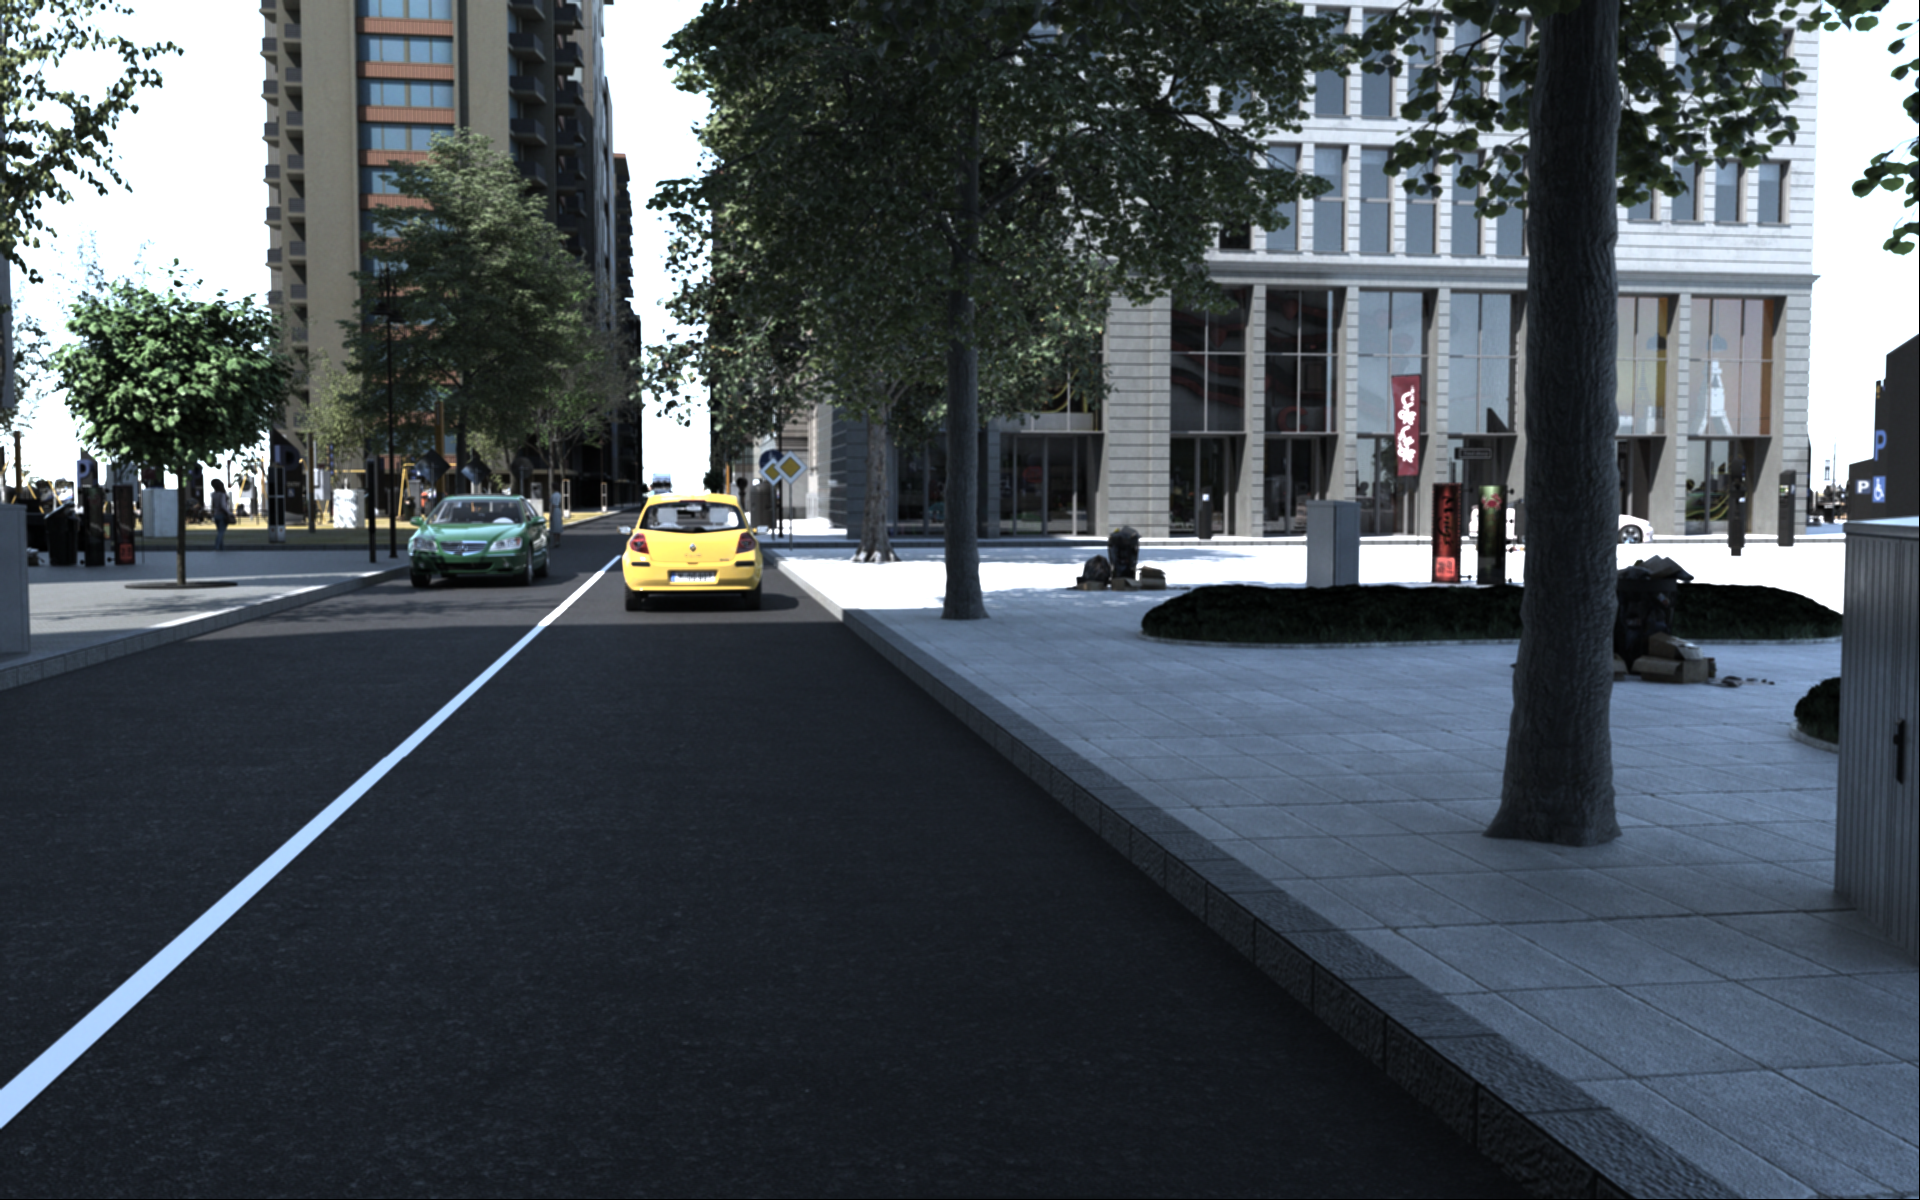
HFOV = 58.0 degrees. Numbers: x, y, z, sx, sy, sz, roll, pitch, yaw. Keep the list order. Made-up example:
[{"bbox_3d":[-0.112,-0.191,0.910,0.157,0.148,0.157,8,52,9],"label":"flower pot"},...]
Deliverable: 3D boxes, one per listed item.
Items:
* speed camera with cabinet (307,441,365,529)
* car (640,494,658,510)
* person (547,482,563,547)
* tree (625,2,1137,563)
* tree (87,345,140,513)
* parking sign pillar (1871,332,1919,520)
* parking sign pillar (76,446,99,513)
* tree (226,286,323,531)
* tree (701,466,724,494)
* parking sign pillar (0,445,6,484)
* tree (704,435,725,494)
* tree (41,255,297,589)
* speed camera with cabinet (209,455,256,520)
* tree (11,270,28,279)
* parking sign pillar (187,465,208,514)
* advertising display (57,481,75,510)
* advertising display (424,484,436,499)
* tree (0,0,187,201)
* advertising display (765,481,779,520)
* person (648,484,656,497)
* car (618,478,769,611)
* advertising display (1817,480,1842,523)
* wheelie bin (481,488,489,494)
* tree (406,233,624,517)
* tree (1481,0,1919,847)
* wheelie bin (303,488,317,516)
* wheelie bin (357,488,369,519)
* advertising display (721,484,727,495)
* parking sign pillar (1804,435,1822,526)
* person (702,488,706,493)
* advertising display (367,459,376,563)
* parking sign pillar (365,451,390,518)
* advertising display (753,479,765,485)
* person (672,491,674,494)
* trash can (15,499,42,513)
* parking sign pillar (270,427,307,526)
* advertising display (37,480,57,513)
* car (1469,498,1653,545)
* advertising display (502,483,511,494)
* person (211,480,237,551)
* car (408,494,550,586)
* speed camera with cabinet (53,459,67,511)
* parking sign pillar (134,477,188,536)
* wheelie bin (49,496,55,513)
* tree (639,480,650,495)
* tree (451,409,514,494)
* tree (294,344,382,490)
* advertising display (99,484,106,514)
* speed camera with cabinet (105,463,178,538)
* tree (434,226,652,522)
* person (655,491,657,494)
[{"bbox_3d":[-23.254,-4.293,64.520,2.038,3.252,0.660,1,4,11],"label":"speed camera with cabinet"},{"bbox_3d":[-28.667,-9.117,160.852,2.131,1.459,4.920,-1,4,-9],"label":"car"},{"bbox_3d":[-10.945,-2.294,46.573,0.524,1.755,0.480,1,4,12],"label":"person"},{"bbox_3d":[-1.496,-7.071,32.612,9.611,12.733,9.660,0,3,0],"label":"tree"},{"bbox_3d":[-38.705,-7.898,79.498,4.360,8.622,3.978,0,3,0],"label":"tree"},{"bbox_3d":[12.673,-2.087,22.598,1.447,3.967,1.447,0,4,3],"label":"parking sign pillar"},{"bbox_3d":[-48.886,-6.641,97.058,1.447,3.967,1.447,2,4,24],"label":"parking sign pillar"},{"bbox_3d":[-24.444,-6.738,60.534,4.360,8.622,3.978,0,3,0],"label":"tree"},{"bbox_3d":[-29.035,-13.514,204.675,4.285,4.588,4.351,0,3,0],"label":"tree"},{"bbox_3d":[-52.315,-6.445,93.849,1.447,3.967,1.447,0,4,8],"label":"parking sign pillar"},{"bbox_3d":[-29.642,-16.083,213.317,4.360,8.622,3.978,0,3,0],"label":"tree"},{"bbox_3d":[-10.858,-2.457,23.887,4.285,4.588,4.351,0,3,0],"label":"tree"},{"bbox_3d":[-35.461,-5.506,84.356,2.038,3.252,0.660,0,4,-6],"label":"speed camera with cabinet"},{"bbox_3d":[-28.128,-6.060,49.441,4.360,8.622,3.978,0,3,0],"label":"tree"},{"bbox_3d":[-47.162,-7.231,106.700,1.447,3.967,1.447,1,4,13],"label":"parking sign pillar"},{"bbox_3d":[-42.940,-4.767,83.147,0.974,1.923,0.123,1,4,13],"label":"advertising display"},{"bbox_3d":[-35.393,-6.747,115.533,0.974,1.923,0.123,0,4,1],"label":"advertising display"},{"bbox_3d":[-10.340,-4.129,17.875,4.737,8.622,4.395,0,3,0],"label":"tree"},{"bbox_3d":[-9.279,-4.896,85.267,0.974,1.923,0.123,-3,4,-37],"label":"advertising display"},{"bbox_3d":[-12.174,-3.704,69.086,0.620,1.820,0.660,0,4,-7],"label":"person"},{"bbox_3d":[-3.496,-0.766,22.749,2.015,1.641,3.980,-1,4,-8],"label":"car"},{"bbox_3d":[38.821,-4.414,77.376,0.974,1.923,0.123,2,4,34],"label":"advertising display"},{"bbox_3d":[-24.358,-4.936,88.610,0.693,1.594,0.980,0,4,-8],"label":"wheelie bin"},{"bbox_3d":[-17.856,-8.736,68.594,9.928,11.665,9.643,0,3,0],"label":"tree"},{"bbox_3d":[2.178,-5.410,6.586,7.486,12.596,7.792,0,3,0],"label":"tree"},{"bbox_3d":[-35.667,-5.328,95.016,0.693,1.594,0.980,1,4,18],"label":"wheelie bin"},{"bbox_3d":[-30.553,-4.953,88.890,0.980,1.594,0.693,0,4,-6],"label":"wheelie bin"},{"bbox_3d":[-16.160,-6.995,119.585,0.123,1.923,0.974,-1,4,-21],"label":"advertising display"},{"bbox_3d":[33.825,-4.955,69.478,1.447,3.967,1.447,1,4,19],"label":"parking sign pillar"},{"bbox_3d":[-14.974,-5.632,100.770,0.473,1.802,0.592,2,4,34],"label":"person"},{"bbox_3d":[-11.087,-1.678,32.648,0.123,1.923,0.974,-1,4,-19],"label":"advertising display"},{"bbox_3d":[-31.103,-6.337,92.090,1.447,3.967,1.447,3,5,43],"label":"parking sign pillar"},{"bbox_3d":[-8.433,-4.093,72.129,0.123,1.923,0.974,-1,4,-23],"label":"advertising display"},{"bbox_3d":[-30.097,-10.623,182.634,0.568,1.767,0.683,1,4,17],"label":"person"},{"bbox_3d":[-28.453,-2.525,52.932,0.748,1.137,0.748,0,3,0],"label":"trash can"},{"bbox_3d":[-26.873,-4.933,69.127,1.447,3.967,1.447,2,4,24],"label":"parking sign pillar"},{"bbox_3d":[-42.700,-4.627,80.866,0.123,1.923,0.974,1,4,9],"label":"advertising display"},{"bbox_3d":[15.952,-2.054,45.939,4.827,1.381,2.083,-1,4,-9],"label":"car"},{"bbox_3d":[-27.249,-6.074,104.528,0.974,1.923,0.123,2,4,30],"label":"advertising display"},{"bbox_3d":[-16.936,-1.868,39.636,0.593,1.750,0.643,2,4,29],"label":"person"},{"bbox_3d":[-7.844,-1.024,28.538,2.131,1.459,4.920,0,4,-8],"label":"car"},{"bbox_3d":[-51.198,-6.364,98.392,0.660,3.252,2.038,-2,4,-32],"label":"speed camera with cabinet"},{"bbox_3d":[-24.745,-3.965,53.299,1.447,3.967,1.447,-2,4,-28],"label":"parking sign pillar"},{"bbox_3d":[-47.217,-4.983,89.373,0.693,1.594,0.980,0,4,0],"label":"wheelie bin"},{"bbox_3d":[-44.623,-15.375,245.980,1.663,3.219,1.824,0,3,0],"label":"tree"},{"bbox_3d":[-30.855,-9.952,113.081,4.737,8.622,4.395,0,3,0],"label":"tree"},{"bbox_3d":[-29.571,-8.138,83.424,4.737,8.622,4.395,0,3,0],"label":"tree"},{"bbox_3d":[-55.722,-6.553,112.352,0.123,1.923,0.974,1,4,9],"label":"advertising display"},{"bbox_3d":[-23.721,-3.429,50.395,0.660,3.252,2.038,2,4,35],"label":"speed camera with cabinet"},{"bbox_3d":[-18.981,-10.366,79.859,12.009,13.543,11.850,0,3,0],"label":"tree"},{"bbox_3d":[-30.304,-9.972,172.479,0.756,1.711,0.436,2,4,25],"label":"person"}]
